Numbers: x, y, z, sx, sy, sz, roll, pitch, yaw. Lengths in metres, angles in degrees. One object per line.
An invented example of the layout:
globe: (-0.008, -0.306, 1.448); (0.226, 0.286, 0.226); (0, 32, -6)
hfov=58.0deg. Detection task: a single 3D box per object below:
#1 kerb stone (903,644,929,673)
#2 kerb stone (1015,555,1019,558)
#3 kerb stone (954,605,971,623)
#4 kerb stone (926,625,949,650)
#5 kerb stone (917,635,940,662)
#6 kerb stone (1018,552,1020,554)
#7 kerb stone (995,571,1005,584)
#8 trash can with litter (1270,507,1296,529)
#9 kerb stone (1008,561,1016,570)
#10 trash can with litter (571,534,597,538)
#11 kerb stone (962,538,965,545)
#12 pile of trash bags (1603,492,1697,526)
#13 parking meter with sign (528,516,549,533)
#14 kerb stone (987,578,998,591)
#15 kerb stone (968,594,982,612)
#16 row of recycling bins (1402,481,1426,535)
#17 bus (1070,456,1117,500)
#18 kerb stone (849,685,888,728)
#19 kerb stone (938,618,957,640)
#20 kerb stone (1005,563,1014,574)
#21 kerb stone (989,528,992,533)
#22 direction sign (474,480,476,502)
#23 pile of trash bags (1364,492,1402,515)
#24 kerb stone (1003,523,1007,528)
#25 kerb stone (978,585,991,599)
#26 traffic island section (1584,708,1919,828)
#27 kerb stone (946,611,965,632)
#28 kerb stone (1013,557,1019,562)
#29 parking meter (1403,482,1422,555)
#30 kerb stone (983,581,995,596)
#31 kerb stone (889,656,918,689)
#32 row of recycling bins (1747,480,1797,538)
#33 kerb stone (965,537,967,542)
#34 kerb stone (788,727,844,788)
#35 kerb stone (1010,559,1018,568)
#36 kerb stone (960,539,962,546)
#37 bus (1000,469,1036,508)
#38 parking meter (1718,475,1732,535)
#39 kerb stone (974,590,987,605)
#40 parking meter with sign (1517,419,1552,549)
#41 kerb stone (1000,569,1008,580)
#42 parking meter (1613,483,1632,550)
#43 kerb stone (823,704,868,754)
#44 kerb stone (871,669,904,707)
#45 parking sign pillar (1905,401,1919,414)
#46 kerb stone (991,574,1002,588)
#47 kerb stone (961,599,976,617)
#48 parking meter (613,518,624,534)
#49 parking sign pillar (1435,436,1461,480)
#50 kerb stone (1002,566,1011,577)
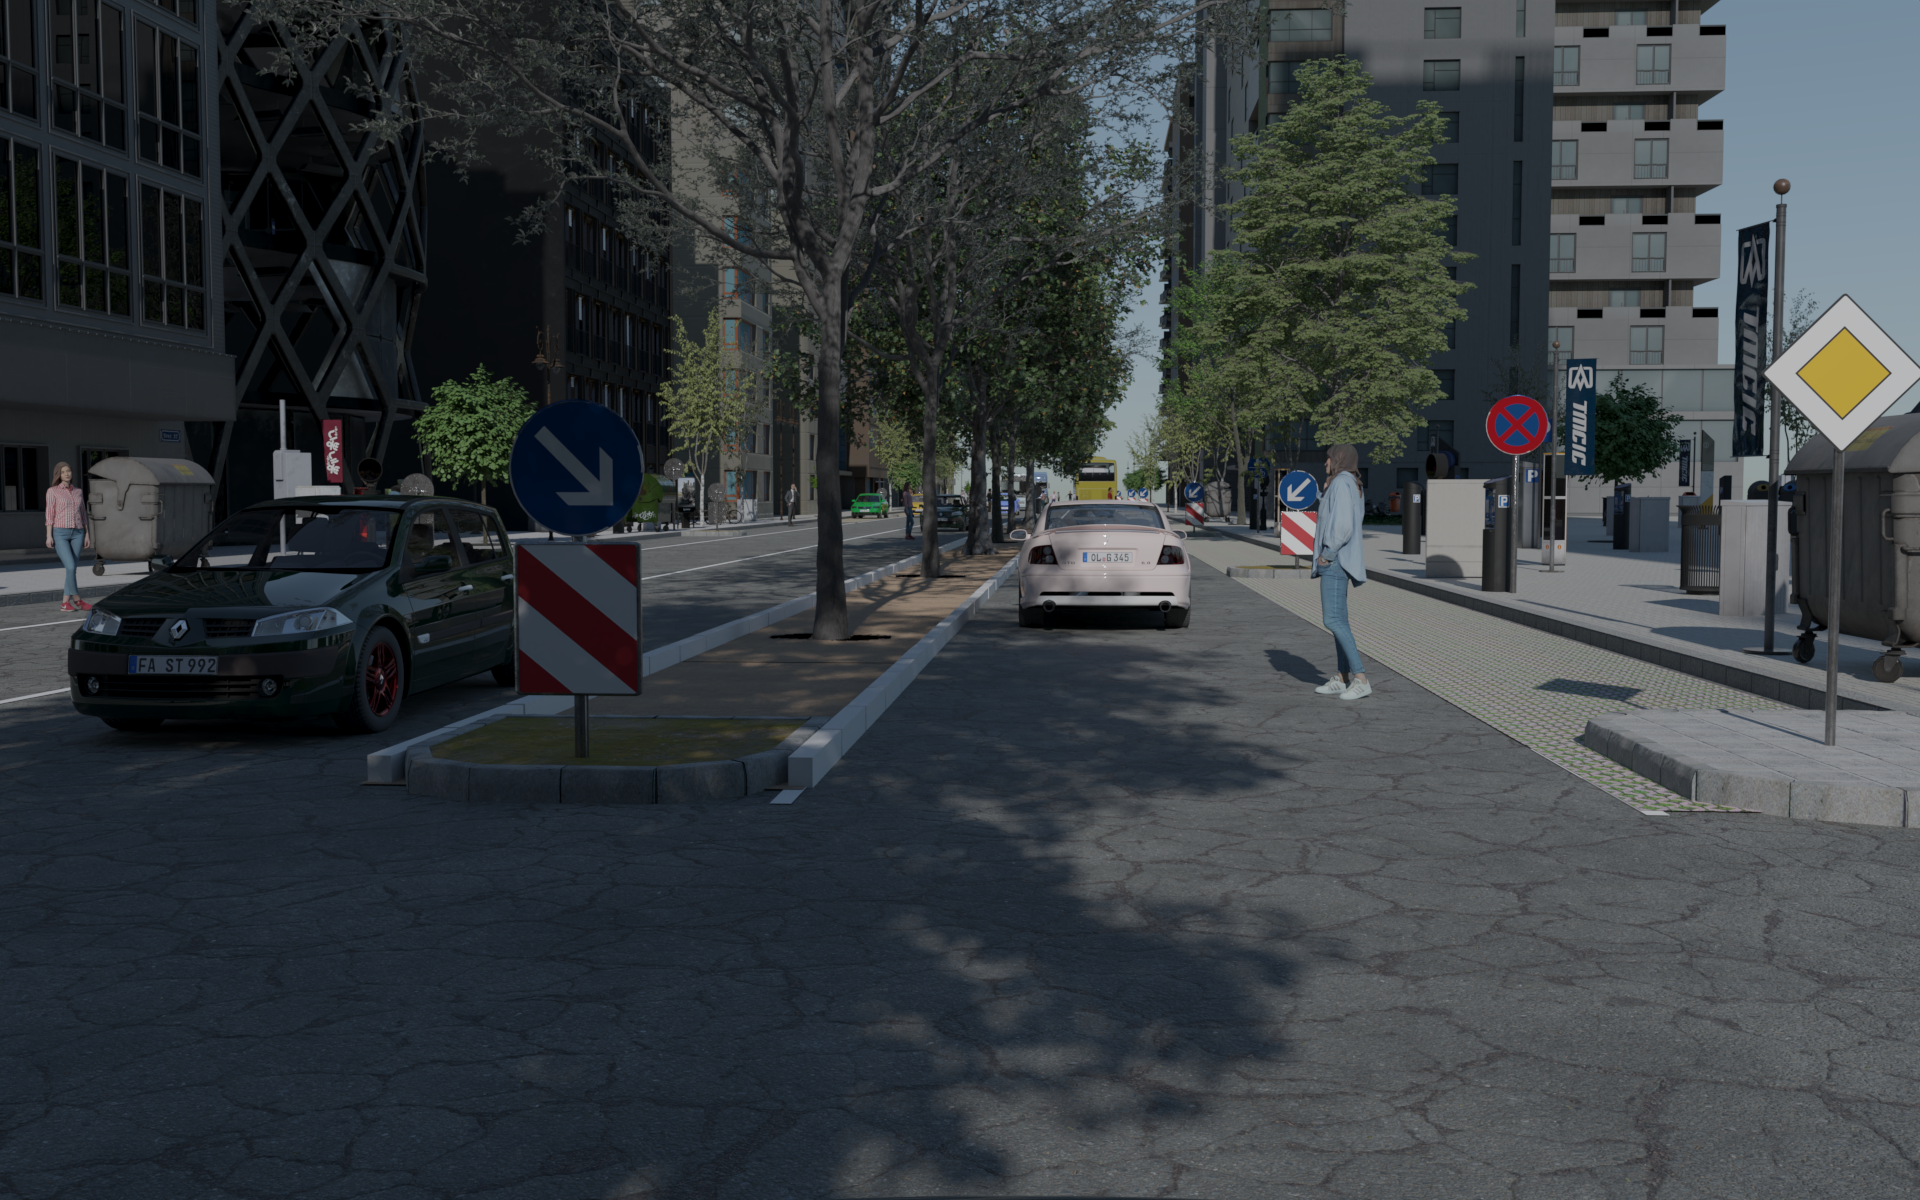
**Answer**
kerb stone: (-0.376, 0.498, 14.050); (0.120, 0.150, 1.000); (0, 4, 4)
kerb stone: (1.109, -0.751, 34.476); (0.120, 0.150, 1.000); (0, 4, 4)
kerb stone: (-0.002, 0.186, 19.157); (0.120, 0.150, 1.000); (0, 4, 4)
kerb stone: (-0.229, 0.373, 16.089); (0.120, 0.150, 1.000); (0, 4, 4)
kerb stone: (-0.302, 0.440, 15.070); (0.120, 0.150, 1.000); (0, 4, 4)
kerb stone: (1.257, -0.875, 36.520); (0.120, 0.150, 1.000); (0, 4, 4)
kerb stone: (0.594, -0.313, 27.311); (0.120, 0.150, 1.000); (0, 4, 4)
trash can with litter: (11.759, -3.217, 63.651); (2.233, 1.210, 1.678); (0, 4, -1)
kerb stone: (0.887, -0.564, 31.410); (0.120, 0.150, 1.000); (0, 4, 4)
trash can with litter: (-11.124, -2.440, 51.276); (1.055, 1.170, 0.624); (3, 5, 44)
kerb stone: (-0.031, -1.573, 47.917); (0.120, 0.150, 1.000); (0, 4, 4)
pile of trash bags: (27.114, -3.563, 68.009); (3.447, 1.369, 1.912); (1, 4, 16)
parking meter with sign: (-14.222, -3.792, 58.268); (0.543, 3.016, 1.738); (-2, 4, -34)
kerb stone: (0.435, -0.186, 25.274); (0.120, 0.150, 1.000); (0, 4, 4)
kerb stone: (0.150, 0.061, 21.195); (0.120, 0.150, 1.000); (0, 4, 4)
row of recycling bins: (15.232, -2.836, 53.481); (1.069, 1.692, 3.534); (-3, 5, -43)
bus: (8.647, -7.371, 112.068); (2.896, 3.916, 12.252); (0, 4, 3)
kerb stone: (-0.591, 0.686, 10.986); (0.120, 0.150, 1.000); (0, 4, 4)
kerb stone: (-0.154, 0.311, 17.116); (0.120, 0.150, 1.000); (0, 4, 4)
kerb stone: (0.815, -0.501, 30.385); (0.120, 0.150, 1.000); (0, 4, 4)
kerb stone: (1.309, -2.698, 66.328); (0.120, 0.150, 1.000); (0, 4, 4)
direction sign: (-15.451, -3.862, 55.142); (0.876, 3.537, 0.379); (1, 4, 9)
pile of trash bags: (18.681, -4.176, 78.034); (3.447, 1.369, 1.912); (-3, 4, -39)
kerb stone: (2.120, -3.386, 77.587); (0.120, 0.150, 1.000); (0, 4, 4)
kerb stone: (0.291, -0.061, 23.235); (0.120, 0.150, 1.000); (0, 4, 4)
traffic island section: (4.462, 0.821, 8.853); (2.009, 0.180, 2.903); (0, 4, 4)
kerb stone: (-0.073, 0.248, 18.136); (0.120, 0.150, 1.000); (0, 4, 4)
kerb stone: (1.026, -0.689, 33.454); (0.120, 0.150, 1.000); (0, 4, 4)
parking meter: (9.608, -1.736, 36.803); (0.372, 1.533, 0.369); (0, 3, 0)
kerb stone: (0.370, -0.126, 24.254); (0.120, 0.150, 1.000); (0, 4, 4)
kerb stone: (-0.443, 0.562, 13.027); (0.120, 0.150, 1.000); (0, 4, 4)
row of recycling bins: (24.976, -2.686, 51.021); (1.069, 1.692, 3.534); (-3, 5, -42)
kerb stone: (0.046, -1.630, 48.940); (0.120, 0.150, 1.000); (0, 4, 4)
kerb stone: (-0.741, 0.811, 8.937); (0.120, 0.150, 1.000); (0, 4, 4)
kerb stone: (0.954, -0.626, 32.430); (0.120, 0.150, 1.000); (0, 4, 4)
kerb stone: (-0.100, -1.510, 46.897); (0.120, 0.150, 1.000); (0, 4, 4)
bus: (5.060, -9.415, 148.789); (2.948, 3.499, 13.247); (0, 4, 4)
parking meter: (23.838, -2.952, 53.979); (0.255, 1.863, 0.399); (0, 4, 0)
kerb stone: (0.219, 0.005, 22.216); (0.120, 0.150, 1.000); (0, 4, 4)
parking meter with sign: (13.439, -2.731, 40.908); (0.543, 3.016, 1.738); (0, 4, 1)
kerb stone: (0.659, -0.375, 28.331); (0.120, 0.150, 1.000); (0, 4, 4)
parking meter: (15.295, -1.932, 40.004); (0.372, 1.533, 0.369); (0, 3, 0)
kerb stone: (-0.667, 0.748, 9.965); (0.120, 0.150, 1.000); (0, 4, 4)
kerb stone: (-0.517, 0.624, 12.005); (0.120, 0.150, 1.000); (0, 4, 4)
parking sign pillar: (22.344, -3.176, 40.395); (1.447, 3.967, 1.447); (-2, 4, -33)
kerb stone: (0.515, -0.251, 26.292); (0.120, 0.150, 1.000); (0, 4, 4)
kerb stone: (0.069, 0.125, 20.176); (0.120, 0.150, 1.000); (0, 4, 4)
parking meter: (-11.022, -2.903, 55.867); (0.372, 1.533, 0.369); (0, 3, 0)
parking sign pillar: (21.700, -5.442, 77.447); (1.447, 3.967, 1.447); (-3, 4, -37)
kerb stone: (0.745, -0.438, 29.356); (0.120, 0.150, 1.000); (0, 4, 4)
